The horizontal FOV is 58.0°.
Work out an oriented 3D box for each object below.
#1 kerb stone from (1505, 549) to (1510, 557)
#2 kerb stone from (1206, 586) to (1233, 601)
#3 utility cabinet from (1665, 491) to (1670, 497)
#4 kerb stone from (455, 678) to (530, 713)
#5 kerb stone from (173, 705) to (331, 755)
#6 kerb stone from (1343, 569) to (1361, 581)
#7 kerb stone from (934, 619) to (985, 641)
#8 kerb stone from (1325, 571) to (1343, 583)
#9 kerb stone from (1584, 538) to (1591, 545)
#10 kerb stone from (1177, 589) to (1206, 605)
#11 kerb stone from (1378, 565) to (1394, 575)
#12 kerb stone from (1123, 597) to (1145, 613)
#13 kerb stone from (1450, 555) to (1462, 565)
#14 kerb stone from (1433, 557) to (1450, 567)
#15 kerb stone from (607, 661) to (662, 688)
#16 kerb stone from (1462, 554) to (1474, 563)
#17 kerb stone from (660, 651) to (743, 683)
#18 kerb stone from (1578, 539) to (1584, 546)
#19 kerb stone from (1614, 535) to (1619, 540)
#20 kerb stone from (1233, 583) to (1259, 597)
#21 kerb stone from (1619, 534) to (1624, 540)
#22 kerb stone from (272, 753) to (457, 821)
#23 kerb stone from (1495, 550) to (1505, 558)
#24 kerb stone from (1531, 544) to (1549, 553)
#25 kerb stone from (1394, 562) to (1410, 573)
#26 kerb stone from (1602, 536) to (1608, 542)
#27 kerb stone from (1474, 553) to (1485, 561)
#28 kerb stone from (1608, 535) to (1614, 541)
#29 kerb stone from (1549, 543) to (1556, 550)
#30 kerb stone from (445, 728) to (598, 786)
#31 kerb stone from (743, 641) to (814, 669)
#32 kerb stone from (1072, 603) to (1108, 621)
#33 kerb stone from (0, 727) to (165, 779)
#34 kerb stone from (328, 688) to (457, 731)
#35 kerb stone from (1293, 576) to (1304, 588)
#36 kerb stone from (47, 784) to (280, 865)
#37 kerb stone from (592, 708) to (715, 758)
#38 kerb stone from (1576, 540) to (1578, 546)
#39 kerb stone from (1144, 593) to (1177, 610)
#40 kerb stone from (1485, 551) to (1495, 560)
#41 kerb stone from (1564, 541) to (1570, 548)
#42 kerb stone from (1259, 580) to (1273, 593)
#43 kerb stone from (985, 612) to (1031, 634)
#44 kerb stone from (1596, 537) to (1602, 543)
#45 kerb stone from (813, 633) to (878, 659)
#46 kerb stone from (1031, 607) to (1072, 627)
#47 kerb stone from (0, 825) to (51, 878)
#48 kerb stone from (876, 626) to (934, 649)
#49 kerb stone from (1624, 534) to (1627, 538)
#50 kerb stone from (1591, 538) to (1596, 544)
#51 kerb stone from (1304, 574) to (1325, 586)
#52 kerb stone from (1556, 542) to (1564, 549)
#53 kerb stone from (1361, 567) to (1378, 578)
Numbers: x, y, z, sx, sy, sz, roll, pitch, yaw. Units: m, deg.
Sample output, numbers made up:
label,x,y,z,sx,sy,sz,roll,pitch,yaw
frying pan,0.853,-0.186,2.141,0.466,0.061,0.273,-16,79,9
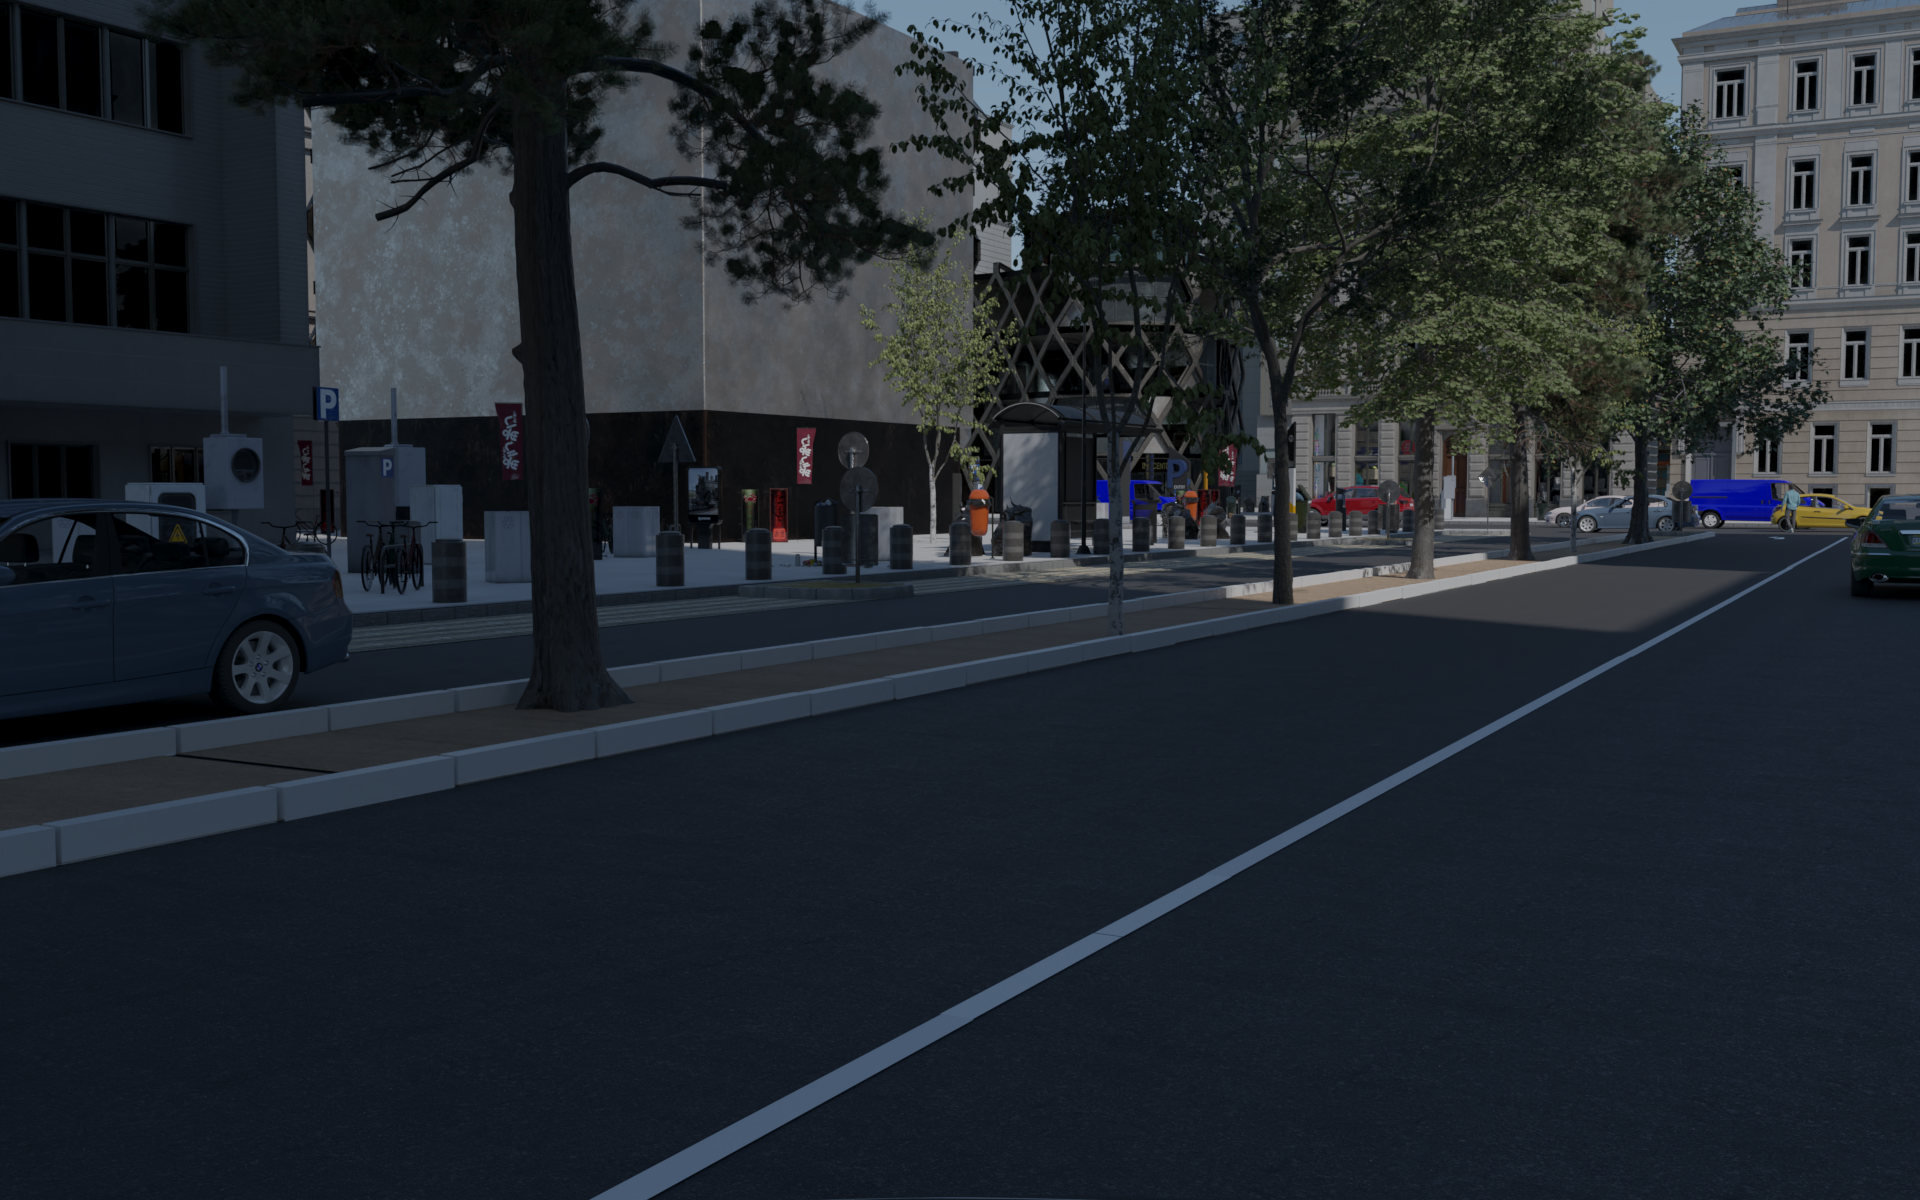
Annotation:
label,x,y,z,sx,sy,sz,roll,pitch,yaw
kerb stone,12.467,-1.065,39.630,0.120,0.150,1.000,2,4,29
kerb stone,3.436,-0.078,23.469,0.120,0.150,1.000,2,4,29
utility cabinet,55.391,-7.695,134.496,1.173,1.500,0.318,3,5,44
kerb stone,-3.080,0.637,11.789,0.120,0.150,1.000,2,4,29
kerb stone,-4.089,0.748,9.984,0.120,0.150,1.000,2,4,29
kerb stone,6.440,-0.406,28.841,0.120,0.150,1.000,2,4,29
kerb stone,-0.072,0.315,17.179,0.120,0.150,1.000,2,4,29
kerb stone,5.939,-0.347,27.943,0.120,0.150,1.000,2,4,29
kerb stone,17.477,-1.615,48.603,0.120,0.150,1.000,2,4,29
kerb stone,2.937,-0.023,22.574,0.120,0.150,1.000,2,4,29
kerb stone,7.444,-0.515,30.649,0.120,0.150,1.000,2,4,29
kerb stone,1.937,0.096,20.767,0.120,0.150,1.000,2,4,29
kerb stone,9.957,-0.791,35.135,0.120,0.150,1.000,2,4,29
kerb stone,9.462,-0.737,34.238,0.120,0.150,1.000,2,4,29
kerb stone,-2.572,0.584,12.691,0.120,0.150,1.000,2,4,29
kerb stone,10.461,-0.847,36.037,0.120,0.150,1.000,2,4,29
kerb stone,-2.070,0.526,13.598,0.120,0.150,1.000,2,4,29
kerb stone,16.969,-1.560,47.708,0.120,0.150,1.000,2,4,29
kerb stone,19.980,-1.890,53.095,0.120,0.150,1.000,2,4,29
kerb stone,3.940,-0.133,24.364,0.120,0.150,1.000,2,4,29
kerb stone,20.479,-1.944,53.990,0.120,0.150,1.000,2,4,29
kerb stone,-2.764,0.867,8.045,0.120,0.150,1.000,2,4,29
kerb stone,11.959,-1.012,38.736,0.120,0.150,1.000,2,4,29
kerb stone,14.466,-1.286,43.216,0.120,0.150,1.000,2,4,29
kerb stone,7.953,-0.570,31.548,0.120,0.150,1.000,2,4,29
kerb stone,18.982,-1.780,51.305,0.120,0.150,1.000,2,4,29
kerb stone,10.969,-0.902,36.937,0.120,0.150,1.000,2,4,29
kerb stone,19.488,-1.835,52.195,0.120,0.150,1.000,2,4,29
kerb stone,14.969,-1.340,44.108,0.120,0.150,1.000,2,4,29
kerb stone,-2.269,0.810,8.951,0.120,0.150,1.000,2,4,29
kerb stone,-1.573,0.474,14.494,0.120,0.150,1.000,2,4,29
kerb stone,1.432,0.144,19.871,0.120,0.150,1.000,2,4,29
kerb stone,-4.595,0.804,9.089,0.120,0.150,1.000,2,4,29
kerb stone,-3.592,0.693,10.880,0.120,0.150,1.000,2,4,29
kerb stone,4.940,-0.240,26.153,0.120,0.150,1.000,2,4,29
kerb stone,-3.276,0.920,7.148,0.120,0.150,1.000,2,4,29
kerb stone,-1.764,0.756,9.843,0.120,0.150,1.000,2,4,29
kerb stone,16.476,-1.505,46.810,0.120,0.150,1.000,2,4,29
kerb stone,2.440,0.032,21.673,0.120,0.150,1.000,2,4,29
kerb stone,11.468,-0.953,37.837,0.120,0.150,1.000,2,4,29
kerb stone,15.972,-1.451,45.913,0.120,0.150,1.000,2,4,29
kerb stone,4.438,-0.182,25.259,0.120,0.150,1.000,2,4,29
kerb stone,0.430,0.254,18.083,0.120,0.150,1.000,2,4,29
kerb stone,18.477,-1.725,50.400,0.120,0.150,1.000,2,4,29
kerb stone,-1.067,0.417,15.386,0.120,0.150,1.000,2,4,29
kerb stone,0.933,0.197,18.976,0.120,0.150,1.000,2,4,29
kerb stone,-3.773,0.975,6.251,0.120,0.150,1.000,2,4,29
kerb stone,-0.575,0.361,16.285,0.120,0.150,1.000,2,4,29
kerb stone,20.983,-1.999,54.882,0.120,0.150,1.000,2,4,29
kerb stone,17.972,-1.670,49.506,0.120,0.150,1.000,2,4,29
kerb stone,5.443,-0.297,27.046,0.120,0.150,1.000,2,4,29
kerb stone,15.469,-1.395,45.003,0.120,0.150,1.000,2,4,29
kerb stone,6.939,-0.461,29.739,0.120,0.150,1.000,2,4,29
